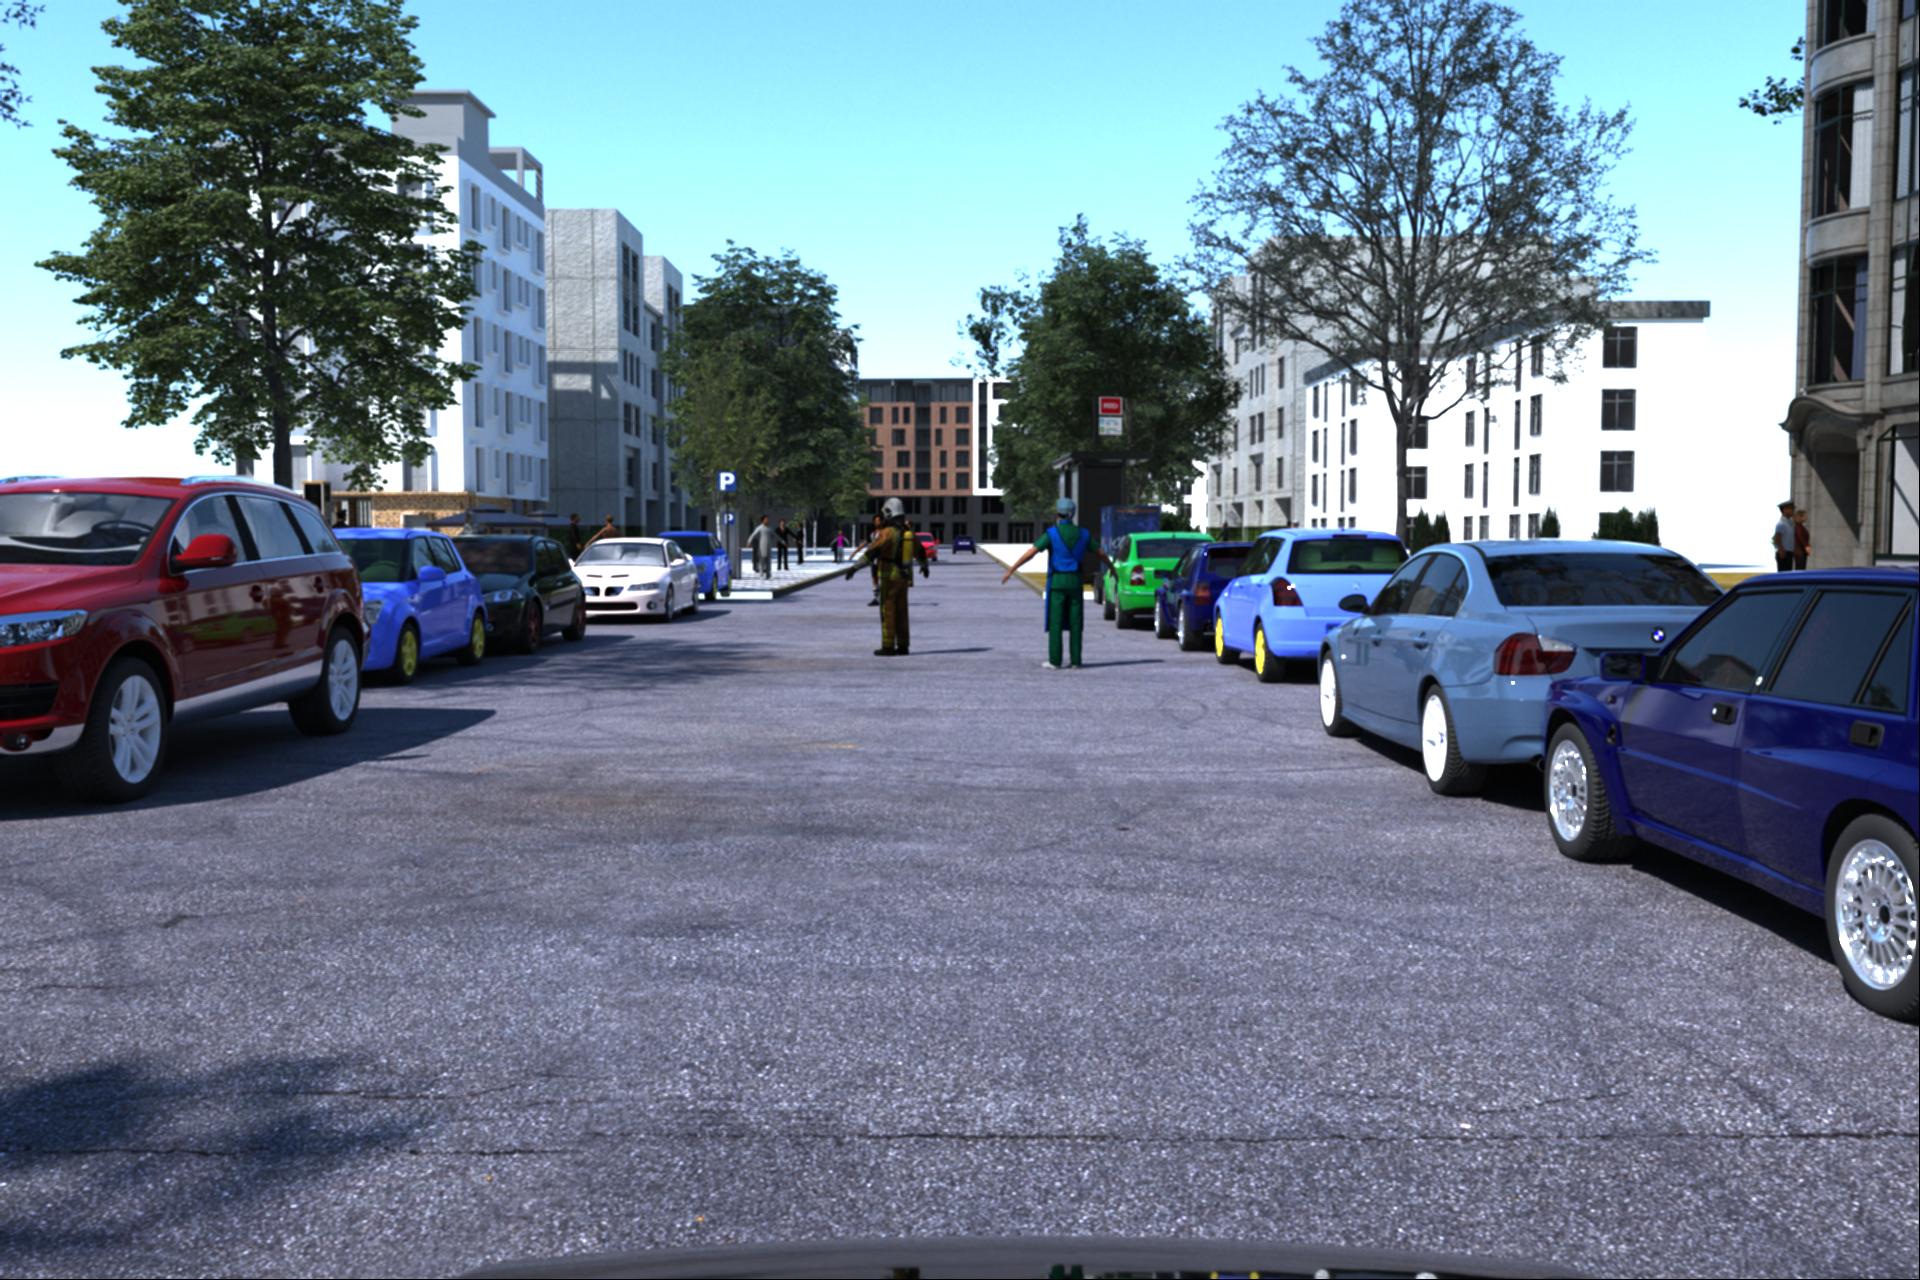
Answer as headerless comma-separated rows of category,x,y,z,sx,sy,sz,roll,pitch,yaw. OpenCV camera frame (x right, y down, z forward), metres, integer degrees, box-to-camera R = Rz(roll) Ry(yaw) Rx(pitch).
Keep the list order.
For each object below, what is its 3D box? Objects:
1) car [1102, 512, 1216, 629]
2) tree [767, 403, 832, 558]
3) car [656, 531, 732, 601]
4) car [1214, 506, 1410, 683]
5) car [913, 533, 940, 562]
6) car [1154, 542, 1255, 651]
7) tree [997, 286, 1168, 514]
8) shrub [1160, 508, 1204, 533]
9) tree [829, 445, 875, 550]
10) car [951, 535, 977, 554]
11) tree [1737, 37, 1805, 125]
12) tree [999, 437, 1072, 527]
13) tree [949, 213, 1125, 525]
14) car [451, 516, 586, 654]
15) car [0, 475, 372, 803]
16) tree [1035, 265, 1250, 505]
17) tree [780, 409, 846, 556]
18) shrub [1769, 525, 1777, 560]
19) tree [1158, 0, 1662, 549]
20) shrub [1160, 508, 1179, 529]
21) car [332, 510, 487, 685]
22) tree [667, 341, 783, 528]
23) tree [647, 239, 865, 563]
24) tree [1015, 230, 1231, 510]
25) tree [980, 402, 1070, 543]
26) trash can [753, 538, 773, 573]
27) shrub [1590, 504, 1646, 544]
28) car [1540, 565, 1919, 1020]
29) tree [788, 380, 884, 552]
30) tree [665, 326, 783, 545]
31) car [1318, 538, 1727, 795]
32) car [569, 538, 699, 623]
car,3.257,-1.142,27.463,1.959,1.807,4.718,0,4,0
tree,-8.219,-8.794,94.146,4.360,8.622,3.978,0,3,0
car,-6.065,-1.746,38.138,1.945,1.707,3.694,0,3,0
car,3.697,-0.514,18.002,1.945,1.707,3.694,0,4,-1
car,-2.100,-4.985,90.549,2.155,1.783,4.494,0,4,0
car,3.551,-0.608,22.529,1.945,1.354,3.894,0,4,0
tree,6.444,-10.991,86.366,9.857,13.997,8.962,0,3,0
shrub,6.044,-2.692,48.431,1.690,2.028,1.600,0,3,0
tree,-8.436,-11.507,138.499,4.360,8.622,3.978,0,3,0
car,0.301,-6.923,125.772,1.945,1.354,3.894,0,4,0
tree,27.841,-11.732,47.710,12.611,20.169,13.585,0,3,0
tree,6.877,-11.717,125.979,8.767,10.594,7.601,-1,4,-23
tree,5.711,-15.222,104.762,12.611,20.169,13.585,0,3,0
car,-5.936,-0.742,21.919,2.009,1.686,4.222,0,3,0
car,-5.419,-0.137,10.916,2.281,1.827,5.304,0,3,0
tree,6.324,-7.641,59.336,8.767,10.594,7.601,3,5,43
tree,-8.600,-9.271,101.943,4.737,8.622,4.395,0,3,0
shrub,28.015,-3.274,57.957,1.690,2.028,1.600,0,3,0
tree,9.409,-7.713,36.471,12.009,13.543,11.850,0,3,0
shrub,6.134,-2.925,51.869,1.661,2.075,1.752,0,3,0
car,-6.077,-0.490,17.609,1.945,1.707,3.694,0,3,0
tree,-9.101,-7.135,67.025,4.737,8.622,4.395,0,3,0
tree,-8.806,-10.379,76.351,9.857,13.997,8.962,0,3,0
tree,7.059,-10.176,73.036,9.857,13.997,8.962,0,3,0
tree,6.536,-14.537,144.329,9.857,13.997,8.962,0,3,0
trash can,-6.590,-2.813,57.639,0.748,1.137,0.748,0,3,0
shrub,17.310,-2.527,45.362,1.661,2.075,1.752,0,3,0
car,3.547,0.374,6.461,1.945,1.354,3.894,0,4,-1
tree,-9.212,-12.624,124.528,7.486,12.596,7.792,0,3,0
tree,-8.608,-6.803,61.595,4.360,8.622,3.978,0,3,0
car,3.469,0.074,10.789,2.014,1.417,4.499,0,3,0
car,-5.610,-1.050,29.530,2.083,1.381,4.827,0,3,0
